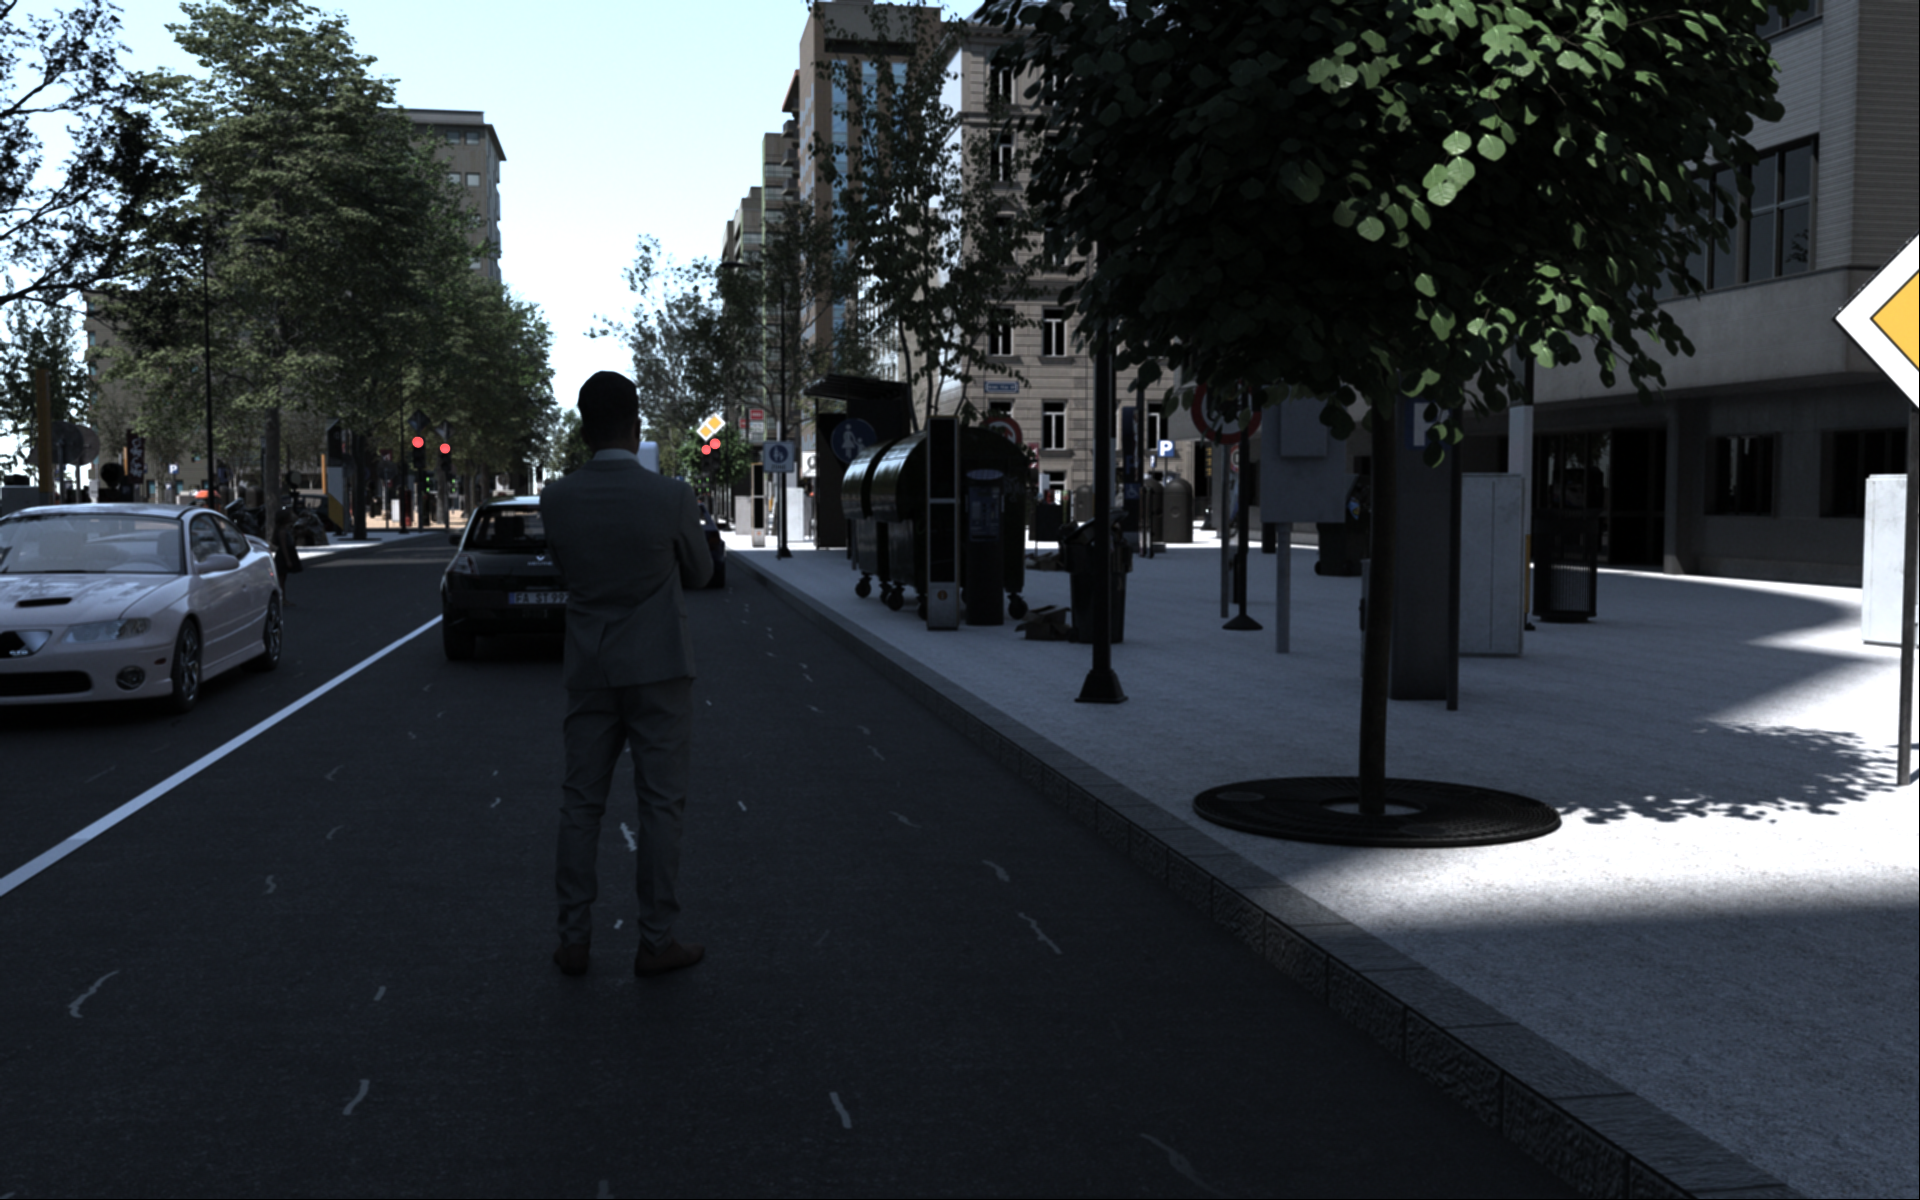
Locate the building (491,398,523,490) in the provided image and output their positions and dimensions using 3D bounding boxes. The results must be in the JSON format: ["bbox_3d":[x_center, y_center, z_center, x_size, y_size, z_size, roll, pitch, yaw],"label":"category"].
[{"bbox_3d":[-82.862,-25.925,268.910,27.650,21.520,28.899,-1,4,-10],"label":"building"}]

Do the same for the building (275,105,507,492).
[{"bbox_3d":[-78.005,-39.793,239.853,28.713,52.752,27.495,-1,4,-10],"label":"building"}]

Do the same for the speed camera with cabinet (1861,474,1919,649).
[{"bbox_3d":[8.735,-1.251,14.789,2.038,3.252,0.660,-1,4,-20],"label":"speed camera with cabinet"}]

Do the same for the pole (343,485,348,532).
[{"bbox_3d":[-20.410,-3.890,57.451,0.158,3.312,0.155,0,3,0],"label":"pole"}]

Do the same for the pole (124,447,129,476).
[{"bbox_3d":[-36.334,-4.999,75.582,0.158,3.312,0.155,0,3,0],"label":"pole"}]

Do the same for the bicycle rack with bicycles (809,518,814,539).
[{"bbox_3d":[-3.230,-2.195,49.271,2.852,0.926,2.925,2,4,34],"label":"bicycle rack with bicycles"}]

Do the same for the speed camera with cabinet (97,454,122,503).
[{"bbox_3d":[-40.727,-5.470,83.762,0.660,3.252,2.038,0,4,1],"label":"speed camera with cabinet"}]

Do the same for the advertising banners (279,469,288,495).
[{"bbox_3d":[-47.024,-7.597,120.397,0.090,3.025,2.074,0,4,-7],"label":"advertising banners"}]

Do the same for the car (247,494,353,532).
[{"bbox_3d":[-23.616,-3.132,60.997,4.222,1.686,2.009,-1,4,-10],"label":"car"}]

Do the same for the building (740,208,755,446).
[{"bbox_3d":[-24.653,-34.682,250.644,14.154,41.232,14.086,-1,4,-10],"label":"building"}]

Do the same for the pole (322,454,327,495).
[{"bbox_3d":[-32.635,-5.816,88.935,0.158,3.312,0.155,0,3,0],"label":"pole"}]

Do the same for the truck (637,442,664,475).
[{"bbox_3d":[-15.444,-5.696,82.886,2.967,4.110,18.799,-1,4,-11],"label":"truck"}]

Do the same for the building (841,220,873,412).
[{"bbox_3d":[-1.349,-18.822,126.827,14.460,24.649,34.723,-1,4,-10],"label":"building"}]

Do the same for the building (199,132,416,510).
[{"bbox_3d":[-53.152,-22.660,142.193,14.160,30.474,14.107,-1,4,-10],"label":"building"}]

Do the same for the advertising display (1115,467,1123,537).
[{"bbox_3d":[3.935,-2.214,41.410,0.974,1.923,0.123,-2,4,-35],"label":"advertising display"}]

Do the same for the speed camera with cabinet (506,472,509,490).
[{"bbox_3d":[-31.528,-7.732,120.759,0.660,3.252,2.038,0,4,-5],"label":"speed camera with cabinet"}]

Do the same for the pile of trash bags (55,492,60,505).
[{"bbox_3d":[-39.976,-4.051,75.994,1.912,1.369,3.447,-3,4,-38],"label":"pile of trash bags"}]

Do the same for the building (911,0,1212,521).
[{"bbox_3d":[10.913,-17.722,87.022,25.104,27.353,12.463,-1,4,-10],"label":"building"}]

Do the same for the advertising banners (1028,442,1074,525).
[{"bbox_3d":[3.020,-3.790,58.152,0.090,3.025,2.074,-3,5,-44],"label":"advertising banners"}]

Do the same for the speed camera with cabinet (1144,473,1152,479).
[{"bbox_3d":[7.881,-4.980,75.759,0.660,3.252,2.038,1,4,20],"label":"speed camera with cabinet"}]

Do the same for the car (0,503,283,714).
[{"bbox_3d":[-6.231,-0.016,12.619,2.083,1.381,4.827,-1,4,-11],"label":"car"}]

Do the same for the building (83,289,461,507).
[{"bbox_3d":[-62.778,-19.426,162.656,27.650,21.520,28.899,-1,4,-10],"label":"building"}]

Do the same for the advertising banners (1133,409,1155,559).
[{"bbox_3d":[3.714,-2.385,35.178,0.090,3.025,2.074,0,4,-5],"label":"advertising banners"}]

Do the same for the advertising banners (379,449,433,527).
[{"bbox_3d":[-21.629,-4.368,67.608,2.074,3.025,0.090,-3,5,-40],"label":"advertising banners"}]

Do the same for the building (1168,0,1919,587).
[{"bbox_3d":[15.405,-13.274,36.098,14.314,24.678,30.058,-1,4,-10],"label":"building"}]

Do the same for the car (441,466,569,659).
[{"bbox_3d":[-3.894,-0.413,16.532,2.009,1.686,4.222,-1,4,-10],"label":"car"}]

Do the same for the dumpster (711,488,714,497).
[{"bbox_3d":[-20.027,-8.322,138.557,1.502,2.255,1.985,-1,4,-10],"label":"dumpster"}]

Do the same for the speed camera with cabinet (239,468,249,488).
[{"bbox_3d":[-48.740,-7.570,118.103,0.660,3.252,2.038,-2,4,-25],"label":"speed camera with cabinet"}]

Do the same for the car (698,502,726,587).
[{"bbox_3d":[-4.701,-0.929,27.768,1.945,1.354,3.894,-1,4,-11],"label":"car"}]

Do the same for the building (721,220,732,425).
[{"bbox_3d":[-28.645,-40.776,290.394,21.300,48.544,21.600,-1,4,-10],"label":"building"}]

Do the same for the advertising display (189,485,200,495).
[{"bbox_3d":[-53.778,-7.126,121.722,0.974,1.923,0.123,2,4,29],"label":"advertising display"}]

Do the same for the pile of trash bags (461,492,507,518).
[{"bbox_3d":[-25.668,-5.171,94.299,3.447,1.369,1.912,3,5,43],"label":"pile of trash bags"}]

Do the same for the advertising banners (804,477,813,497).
[{"bbox_3d":[-8.635,-6.238,98.173,0.090,3.025,2.074,1,4,17],"label":"advertising banners"}]

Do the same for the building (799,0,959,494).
[{"bbox_3d":[-6.958,-31.016,157.214,14.600,45.320,14.200,-1,4,-10],"label":"building"}]

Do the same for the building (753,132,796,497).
[{"bbox_3d":[-15.830,-31.575,199.844,14.154,41.232,14.086,-1,4,-10],"label":"building"}]

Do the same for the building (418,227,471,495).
[{"bbox_3d":[-60.237,-25.258,184.671,14.160,30.474,14.107,-1,4,-10],"label":"building"}]

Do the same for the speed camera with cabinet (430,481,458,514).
[{"bbox_3d":[-33.150,-7.109,110.564,2.038,3.252,0.660,-2,4,-35],"label":"speed camera with cabinet"}]

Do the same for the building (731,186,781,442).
[{"bbox_3d":[-23.673,-39.474,269.107,21.300,48.544,21.600,-1,4,-10],"label":"building"}]

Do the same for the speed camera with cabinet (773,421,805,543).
[{"bbox_3d":[-4.595,-3.196,46.591,0.660,3.252,2.038,-1,4,-13],"label":"speed camera with cabinet"}]

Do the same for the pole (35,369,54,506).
[{"bbox_3d":[-14.949,-2.108,28.316,0.158,3.312,0.155,0,3,0],"label":"pole"}]

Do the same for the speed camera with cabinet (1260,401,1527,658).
[{"bbox_3d":[3.457,-1.196,13.894,2.038,3.252,0.660,1,4,11],"label":"speed camera with cabinet"}]

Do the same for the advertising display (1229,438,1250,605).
[{"bbox_3d":[3.245,-0.927,20.374,0.123,1.923,0.974,0,4,-2],"label":"advertising display"}]

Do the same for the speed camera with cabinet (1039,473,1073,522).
[{"bbox_3d":[4.008,-4.971,75.611,0.660,3.252,2.038,-3,5,-45],"label":"speed camera with cabinet"}]

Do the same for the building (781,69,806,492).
[{"bbox_3d":[-6.900,-32.107,179.578,22.147,44.769,28.867,-1,4,-10],"label":"building"}]

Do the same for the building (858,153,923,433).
[{"bbox_3d":[0.278,-15.066,101.084,10.420,20.320,16.860,-1,4,-10],"label":"building"}]

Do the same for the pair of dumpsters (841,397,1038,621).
[{"bbox_3d":[-0.301,-1.042,19.523,1.574,2.255,4.437,-1,4,-11],"label":"pair of dumpsters"}]

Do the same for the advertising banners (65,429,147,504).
[{"bbox_3d":[-22.812,-3.065,46.300,2.074,3.025,0.090,-2,4,-28],"label":"advertising banners"}]

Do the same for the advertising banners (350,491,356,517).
[{"bbox_3d":[-34.805,-6.285,98.953,0.090,3.025,2.074,-2,4,-31],"label":"advertising banners"}]

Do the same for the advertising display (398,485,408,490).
[{"bbox_3d":[-40.759,-7.436,126.789,0.974,1.923,0.123,2,4,31],"label":"advertising display"}]

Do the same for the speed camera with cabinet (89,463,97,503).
[{"bbox_3d":[-55.355,-7.135,110.986,0.660,3.252,2.038,-1,4,-17],"label":"speed camera with cabinet"}]
